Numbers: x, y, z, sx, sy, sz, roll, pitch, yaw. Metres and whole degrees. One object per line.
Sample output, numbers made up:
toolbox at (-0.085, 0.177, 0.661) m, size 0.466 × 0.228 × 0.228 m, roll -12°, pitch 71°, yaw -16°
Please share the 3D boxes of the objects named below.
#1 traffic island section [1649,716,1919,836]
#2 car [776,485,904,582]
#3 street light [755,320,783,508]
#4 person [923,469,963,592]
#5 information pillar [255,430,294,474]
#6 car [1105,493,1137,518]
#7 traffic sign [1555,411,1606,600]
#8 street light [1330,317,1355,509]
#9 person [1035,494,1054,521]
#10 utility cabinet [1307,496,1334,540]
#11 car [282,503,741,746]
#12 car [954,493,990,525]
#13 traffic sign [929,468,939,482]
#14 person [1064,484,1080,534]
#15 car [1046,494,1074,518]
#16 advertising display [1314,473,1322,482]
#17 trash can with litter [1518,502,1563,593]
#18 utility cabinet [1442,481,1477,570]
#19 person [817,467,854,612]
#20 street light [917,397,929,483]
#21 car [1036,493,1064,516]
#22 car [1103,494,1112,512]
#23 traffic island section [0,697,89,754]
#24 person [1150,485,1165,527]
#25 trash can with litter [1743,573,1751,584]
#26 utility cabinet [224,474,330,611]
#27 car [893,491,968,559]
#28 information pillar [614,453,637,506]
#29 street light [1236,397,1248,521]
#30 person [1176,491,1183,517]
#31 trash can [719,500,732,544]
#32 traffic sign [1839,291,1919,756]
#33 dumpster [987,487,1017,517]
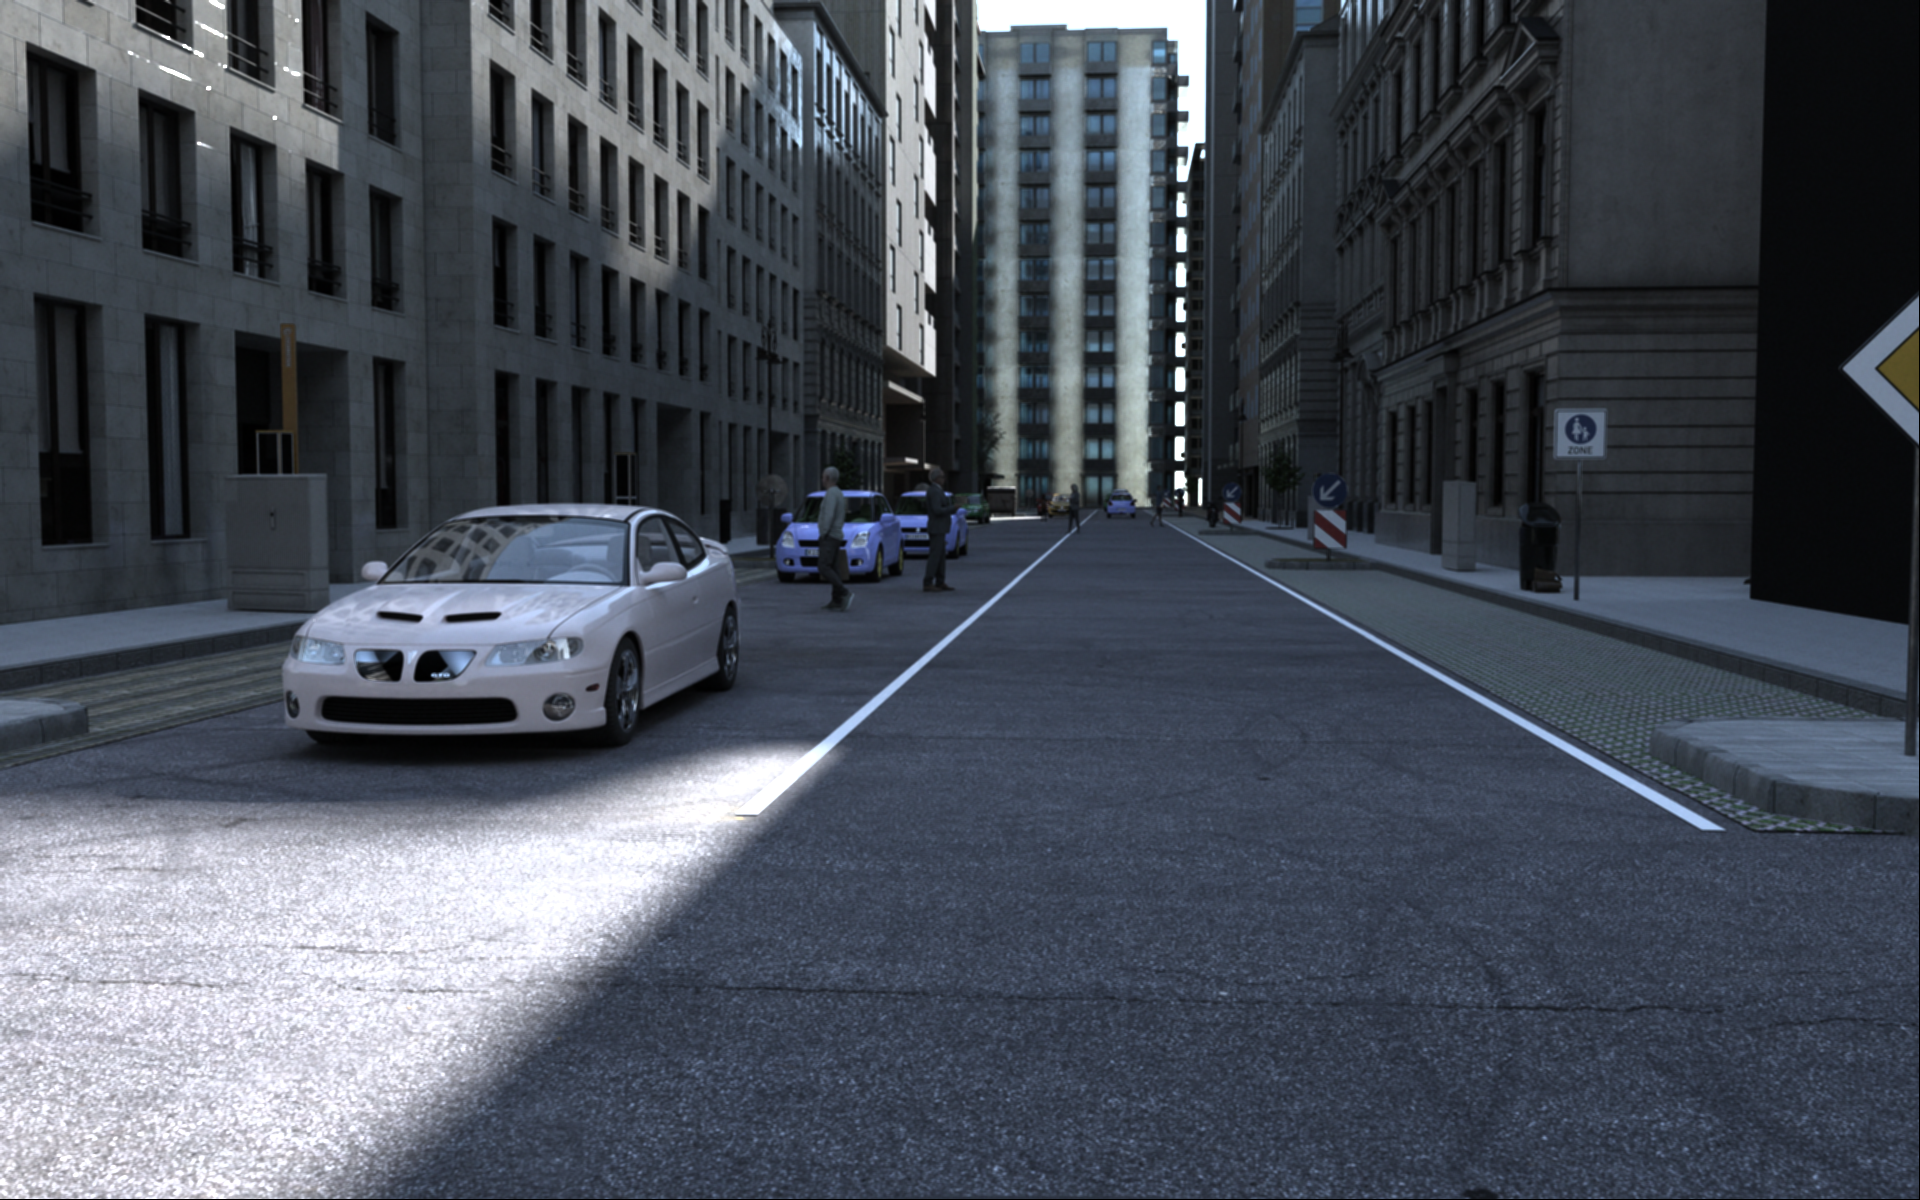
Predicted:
traffic island section at (4.686, 0.842, 8.513) m, size 2.009 × 0.180 × 2.903 m, roll 0°, pitch 4°, yaw 5°
car at (-1.994, -1.205, 29.299) m, size 1.945 × 1.707 × 3.694 m, roll 0°, pitch 4°, yaw 6°
street light at (-5.060, -4.483, 46.079) m, size 0.468 × 5.910 × 1.993 m, roll 0°, pitch 4°, yaw 5°
person at (-0.257, -1.032, 25.545) m, size 0.590 × 1.801 × 0.661 m, roll 0°, pitch 4°, yaw -7°
information pillar at (-7.927, -0.954, 20.090) m, size 0.304 × 2.012 × 0.304 m, roll 1°, pitch 4°, yaw 9°
car at (9.696, -5.790, 104.249) m, size 1.945 × 1.707 × 3.694 m, roll 0°, pitch 4°, yaw 4°
traffic sign at (7.449, -1.146, 20.865) m, size 0.606 × 2.300 × 0.079 m, roll 0°, pitch 4°, yaw 8°
street light at (10.009, -4.446, 45.474) m, size 0.468 × 5.910 × 1.993 m, roll 0°, pitch 4°, yaw 5°
person at (4.448, -4.891, 91.735) m, size 1.065 × 1.426 × 0.557 m, roll -1°, pitch 4°, yaw -23°
utility cabinet at (9.965, -2.244, 47.854) m, size 0.306 × 1.237 × 1.020 m, roll -1°, pitch 4°, yaw -15°
car at (-2.693, 0.059, 11.405) m, size 2.083 × 1.381 × 4.827 m, roll 0°, pitch 4°, yaw 5°
car at (0.399, -4.505, 82.448) m, size 1.959 × 1.807 × 4.718 m, roll 0°, pitch 4°, yaw 7°
traffic sign at (-1.174, -5.174, 84.706) m, size 0.768 × 2.556 × 0.104 m, roll 1°, pitch 4°, yaw 14°
person at (4.110, -3.309, 62.790) m, size 0.526 × 1.800 × 0.537 m, roll -1°, pitch 4°, yaw -22°
car at (6.318, -5.898, 106.653) m, size 2.015 × 1.641 × 3.980 m, roll 0°, pitch 4°, yaw 4°
advertising display at (11.205, -3.003, 54.315) m, size 0.123 × 1.923 × 0.974 m, roll 0°, pitch 4°, yaw 4°
trash can with litter at (7.753, -0.704, 22.898) m, size 0.624 × 1.170 × 1.055 m, roll 0°, pitch 4°, yaw 4°
utility cabinet at (8.418, -1.254, 29.183) m, size 0.318 × 1.500 × 1.173 m, roll 0°, pitch 4°, yaw 3°
person at (-1.528, -0.760, 21.417) m, size 0.515 × 1.767 × 0.782 m, roll 0°, pitch 4°, yaw 6°
street light at (-1.742, -6.695, 82.258) m, size 0.468 × 5.910 × 1.993 m, roll 0°, pitch 4°, yaw 5°
car at (6.178, -6.570, 116.465) m, size 2.155 × 1.783 × 4.494 m, roll 0°, pitch 4°, yaw 5°
car at (12.653, -8.114, 141.461) m, size 1.959 × 1.807 × 4.718 m, roll 0°, pitch 4°, yaw 4°
traffic island section at (-6.261, 0.782, 9.498) m, size 2.009 × 0.180 × 2.903 m, roll 0°, pitch 4°, yaw 5°
person at (8.733, -4.155, 76.453) m, size 0.654 × 1.822 × 0.581 m, roll 1°, pitch 4°, yaw 21°
trash can with litter at (10.908, -0.707, 22.948) m, size 0.624 × 1.170 × 1.055 m, roll -2°, pitch 4°, yaw -29°
utility cabinet at (-7.471, -0.626, 18.921) m, size 1.173 × 1.500 × 0.318 m, roll 1°, pitch 4°, yaw 23°
car at (-0.768, -1.830, 39.506) m, size 1.945 × 1.707 × 3.694 m, roll 0°, pitch 4°, yaw 5°
information pillar at (-5.970, -1.619, 30.962) m, size 0.304 × 2.012 × 0.304 m, roll 1°, pitch 4°, yaw 13°
street light at (13.455, -6.723, 82.710) m, size 0.468 × 5.910 × 1.993 m, roll 0°, pitch 4°, yaw 5°
person at (13.629, -5.958, 107.378) m, size 0.415 × 1.643 × 0.593 m, roll 0°, pitch 4°, yaw 5°
trash can at (-6.276, -2.044, 45.072) m, size 0.748 × 1.137 × 0.748 m, roll 0°, pitch 3°, yaw 0°
traffic sign at (4.661, -0.293, 8.438) m, size 0.795 × 2.450 × 0.064 m, roll 0°, pitch 4°, yaw 5°
dumpster at (2.556, -6.006, 106.406) m, size 1.865 × 1.857 × 1.264 m, roll 0°, pitch 4°, yaw 6°
